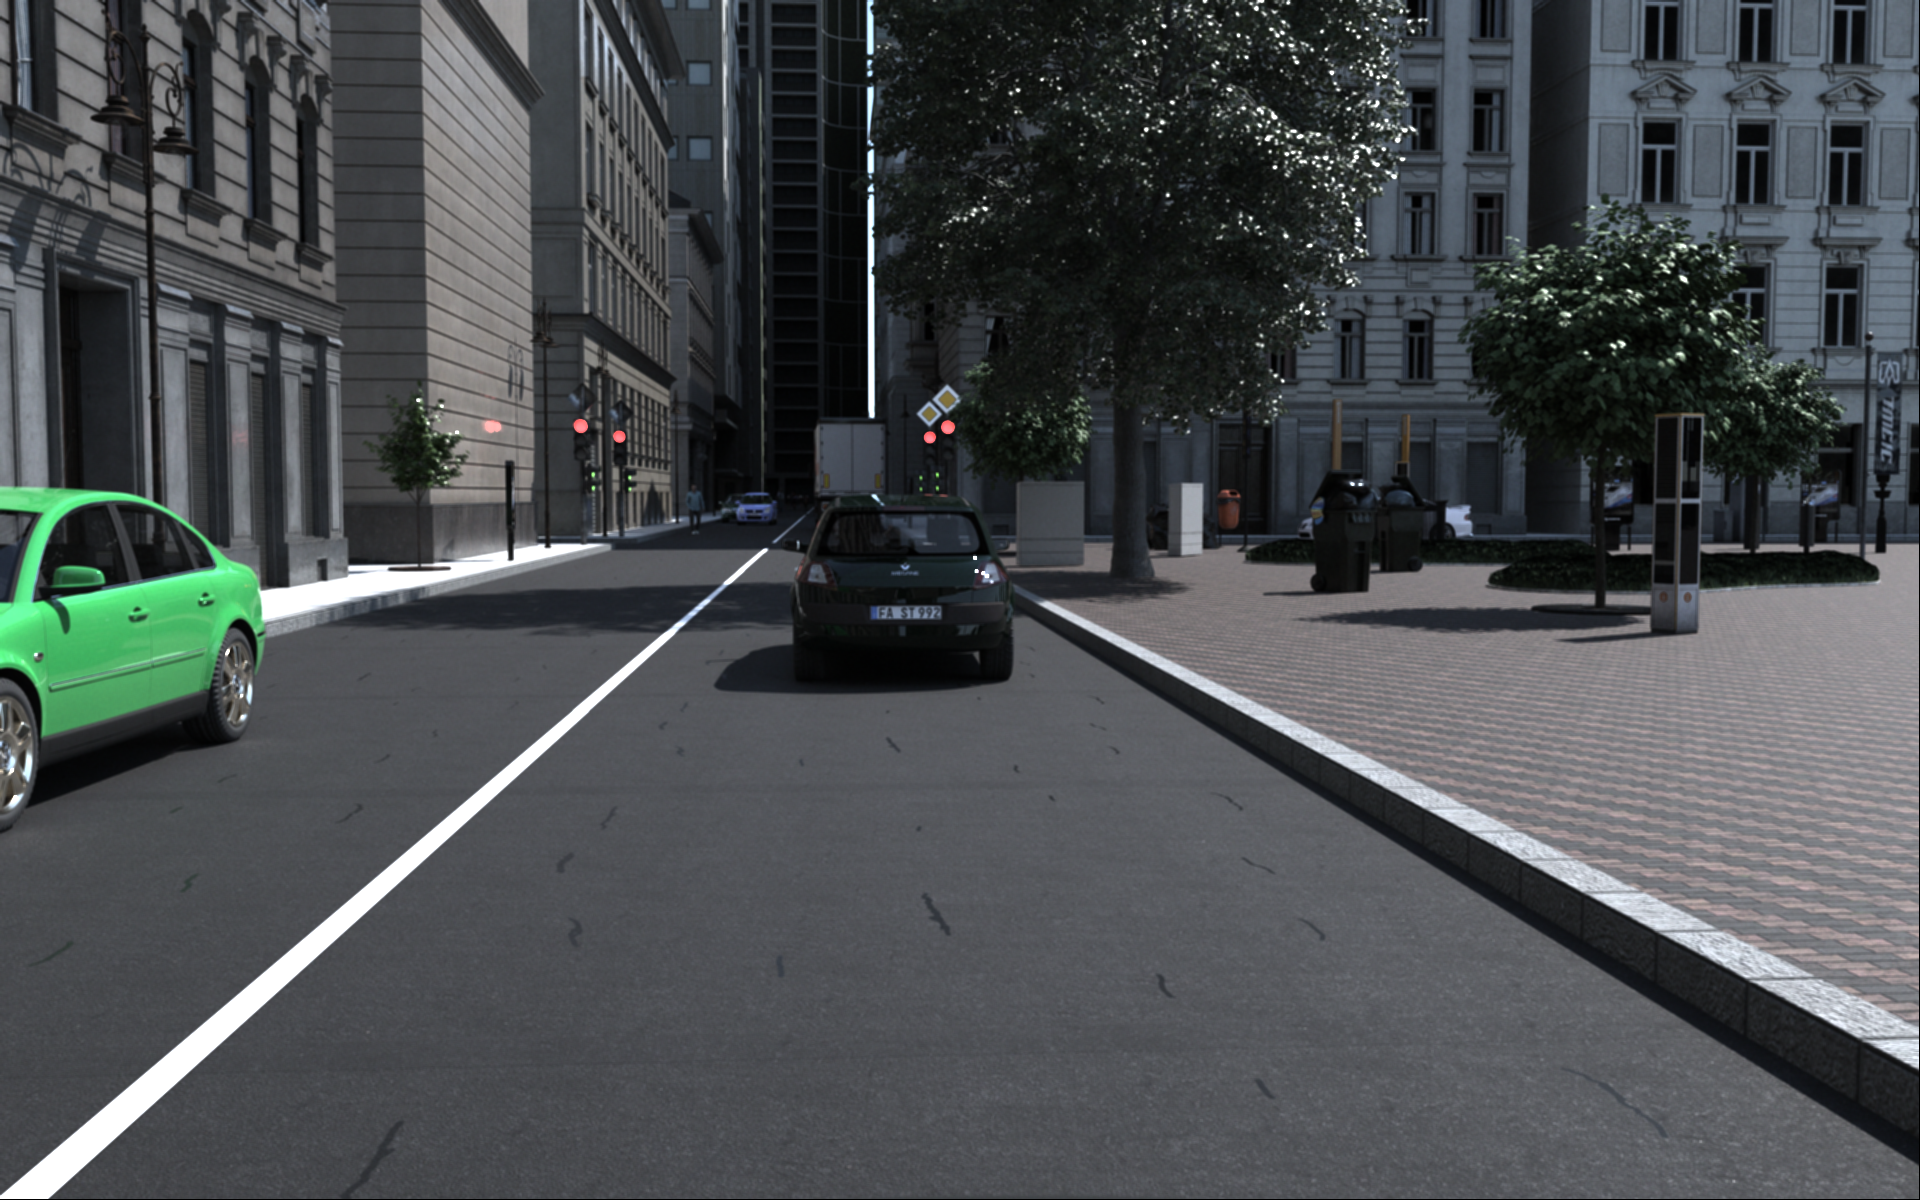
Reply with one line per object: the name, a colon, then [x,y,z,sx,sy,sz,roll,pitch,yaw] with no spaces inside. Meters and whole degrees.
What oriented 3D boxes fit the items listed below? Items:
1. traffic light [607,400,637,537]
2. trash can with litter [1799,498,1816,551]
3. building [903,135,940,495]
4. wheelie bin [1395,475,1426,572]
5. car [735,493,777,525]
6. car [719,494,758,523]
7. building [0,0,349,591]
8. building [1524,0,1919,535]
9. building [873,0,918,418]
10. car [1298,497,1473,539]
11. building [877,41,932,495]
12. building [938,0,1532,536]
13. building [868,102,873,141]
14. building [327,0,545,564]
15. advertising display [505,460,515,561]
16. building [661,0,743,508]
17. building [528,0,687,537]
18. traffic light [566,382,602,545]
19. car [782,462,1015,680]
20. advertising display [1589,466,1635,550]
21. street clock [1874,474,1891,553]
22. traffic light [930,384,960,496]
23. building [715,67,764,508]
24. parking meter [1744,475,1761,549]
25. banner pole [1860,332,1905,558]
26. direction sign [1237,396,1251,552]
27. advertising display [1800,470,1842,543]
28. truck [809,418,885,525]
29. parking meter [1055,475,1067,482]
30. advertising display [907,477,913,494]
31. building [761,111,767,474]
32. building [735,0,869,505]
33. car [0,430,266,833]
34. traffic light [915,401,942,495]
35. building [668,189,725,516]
traffic light: [-10.078,-3.832,51.581,0.839,4.253,0.868,0,4,-4]
trash can with litter: [15.527,-1.248,31.457,1.678,1.210,2.233,2,4,29]
building: [4.633,-15.997,80.630,14.460,24.649,34.723,0,4,-4]
wheelie bin: [7.318,-1.279,28.827,0.693,1.594,0.980,0,4,-7]
car: [-9.448,-4.347,80.658,1.945,1.707,3.694,0,4,-3]
car: [-11.009,-4.600,87.013,2.131,1.459,4.920,0,4,-5]
building: [-13.383,-10.248,16.700,9.793,20.994,18.267,0,4,-4]
building: [40.047,-17.490,62.383,44.131,29.872,17.030,0,4,-4]
building: [-0.075,-27.996,141.326,14.154,41.232,14.086,0,4,-4]
car: [11.865,-2.206,48.429,4.827,1.381,2.083,0,4,-6]
building: [0.626,-20.488,112.469,11.434,29.767,29.804,0,4,-4]
building: [8.414,-12.735,57.376,18.267,20.994,9.793,0,4,-4]
building: [2.221,-38.925,225.669,27.495,52.752,28.713,0,4,-4]
building: [-22.146,-14.584,35.719,25.104,27.353,12.463,0,4,-4]
advertising display: [-8.706,-1.733,33.552,0.123,1.923,0.974,-1,4,-12]
building: [-31.585,-33.583,138.318,28.713,52.752,27.495,0,4,-4]
building: [-19.596,-14.194,65.364,16.112,22.955,30.059,0,4,-4]
traffic light: [-9.478,-3.345,43.618,0.839,4.253,0.868,0,4,-4]
car: [-0.531,-0.304,14.752,2.009,1.686,4.222,0,4,-4]
advertising display: [14.866,-2.097,39.502,0.974,1.923,0.123,0,4,0]
street clock: [20.133,-2.033,37.815,0.358,2.002,0.471,1,4,22]
traffic light: [-0.344,-3.388,44.319,0.839,4.253,0.868,0,4,-4]
building: [-25.639,-29.182,160.715,14.154,41.232,14.086,0,4,-4]
parking meter: [18.458,-2.117,40.329,0.255,1.863,0.399,3,5,42]
banner pole: [14.308,-2.261,26.987,0.863,3.779,0.401,-1,4,-13]
direction sign: [6.348,-2.838,38.400,0.379,3.537,0.876,0,4,-1]
advertising display: [22.854,-2.495,46.011,0.974,1.923,0.123,3,5,44]
truck: [-4.541,-4.906,69.130,2.839,4.237,11.283,0,4,-6]
parking meter: [3.028,-2.827,51.932,0.255,1.863,0.399,2,4,28]
advertising display: [-1.874,-3.647,64.850,0.123,1.923,0.974,-1,4,-9]
building: [-36.688,-34.826,189.021,30.456,49.044,23.786,0,4,-4]
building: [-21.834,-47.709,218.286,20.611,71.187,20.563,0,4,-4]
car: [-4.979,0.012,8.608,1.959,1.807,4.718,0,4,-3]
traffic light: [-0.943,-3.875,52.282,0.839,4.253,0.868,0,4,-4]
building: [-20.173,-15.294,100.970,10.553,20.767,40.483,0,4,-4]
